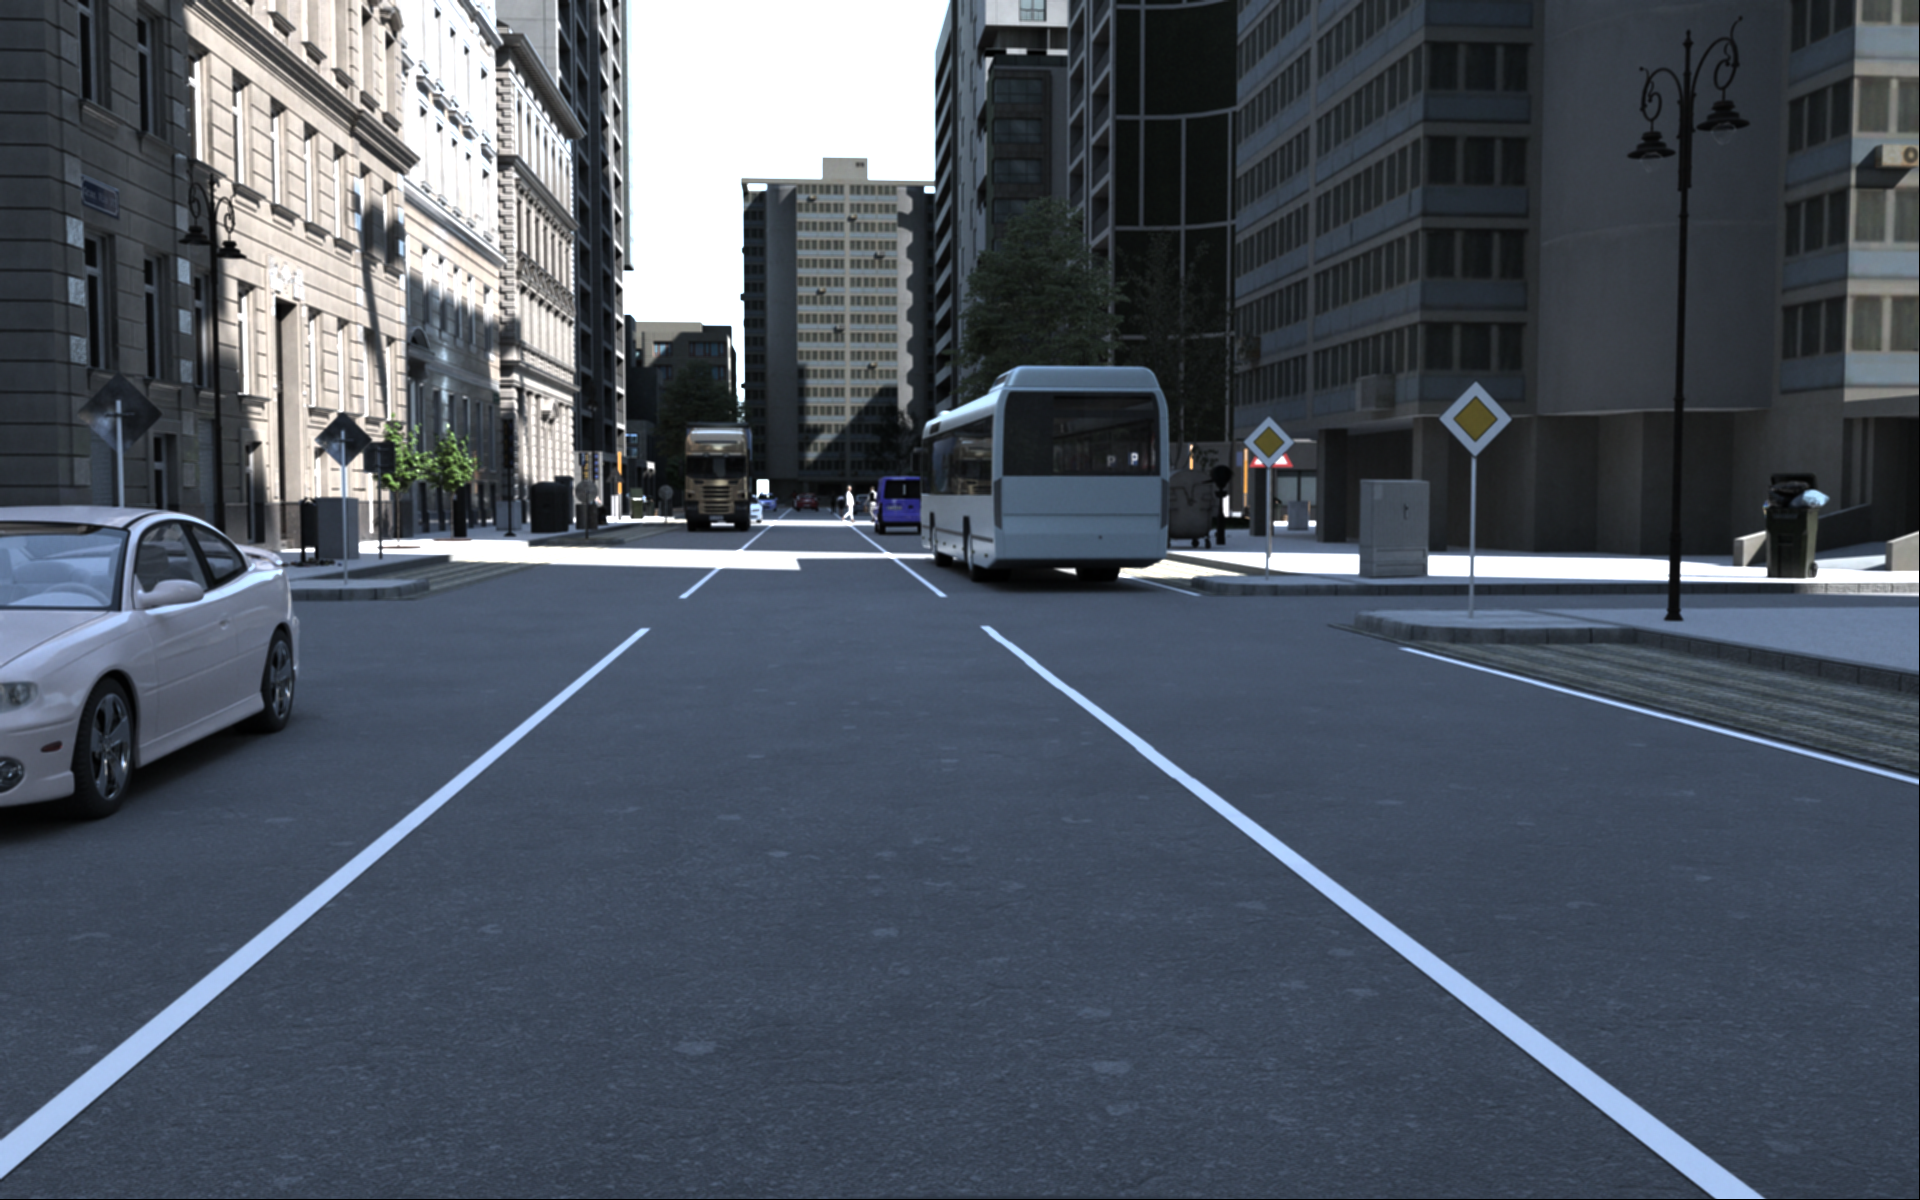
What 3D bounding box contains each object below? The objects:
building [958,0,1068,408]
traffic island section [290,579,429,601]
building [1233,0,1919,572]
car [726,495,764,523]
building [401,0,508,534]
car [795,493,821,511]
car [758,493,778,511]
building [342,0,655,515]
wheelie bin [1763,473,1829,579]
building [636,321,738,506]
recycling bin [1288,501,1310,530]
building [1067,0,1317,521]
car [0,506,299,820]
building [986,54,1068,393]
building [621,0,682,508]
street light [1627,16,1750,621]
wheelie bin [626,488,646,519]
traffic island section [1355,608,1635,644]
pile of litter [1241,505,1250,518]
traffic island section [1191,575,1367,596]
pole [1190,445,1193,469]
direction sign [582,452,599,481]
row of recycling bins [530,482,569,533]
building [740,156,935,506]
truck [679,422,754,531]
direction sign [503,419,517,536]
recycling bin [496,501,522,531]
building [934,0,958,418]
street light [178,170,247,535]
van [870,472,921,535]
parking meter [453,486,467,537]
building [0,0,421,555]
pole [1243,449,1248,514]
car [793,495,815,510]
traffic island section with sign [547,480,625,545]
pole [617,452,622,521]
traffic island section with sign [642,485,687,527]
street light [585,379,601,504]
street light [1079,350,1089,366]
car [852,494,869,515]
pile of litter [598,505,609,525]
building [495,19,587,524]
[{"bbox_3d":[14.281,-33.613,138.807,28.713,52.752,27.495,0,4,-5],"label":"building"},{"bbox_3d":[-8.772,-0.145,24.644,2.009,0.180,2.903,0,4,-5],"label":"traffic island section"},{"bbox_3d":[20.896,-21.536,43.990,23.993,40.220,32.217,0,4,-5],"label":"building"},{"bbox_3d":[-10.766,-4.553,86.440,2.014,1.417,4.499,0,4,-6],"label":"car"},{"bbox_3d":[-24.130,-16.786,60.361,13.634,28.700,20.117,0,4,-5],"label":"building"},{"bbox_3d":[-12.679,-8.264,144.152,2.155,1.783,4.494,0,4,-3],"label":"car"},{"bbox_3d":[-16.118,-8.222,144.024,1.945,1.707,3.694,0,4,-5],"label":"car"},{"bbox_3d":[-33.658,-42.192,128.090,20.563,71.187,20.611,0,4,-5],"label":"building"},{"bbox_3d":[12.719,-1.133,26.434,0.980,1.594,0.693,3,5,41],"label":"wheelie bin"},{"bbox_3d":[-40.516,-21.573,197.762,28.899,21.520,27.650,0,4,-5],"label":"building"},{"bbox_3d":[12.041,-2.999,61.587,0.722,1.027,0.722,1,4,15],"label":"recycling bin"},{"bbox_3d":[15.101,-39.884,90.362,20.563,71.187,20.611,0,4,-5],"label":"building"},{"bbox_3d":[-4.853,0.204,9.028,2.083,1.381,4.827,0,4,-7],"label":"car"},{"bbox_3d":[8.554,-21.189,118.149,14.160,30.474,14.107,0,4,-5],"label":"building"},{"bbox_3d":[-42.132,-51.660,157.317,31.000,86.520,22.319,0,4,-5],"label":"building"},{"bbox_3d":[7.251,-2.730,17.420,0.468,5.910,1.993,0,4,-5],"label":"street light"},{"bbox_3d":[-16.521,-4.910,88.186,0.980,1.594,0.693,-1,4,-23],"label":"wheelie bin"},{"bbox_3d":[5.313,0.271,17.849,2.009,0.180,2.903,0,4,-5],"label":"traffic island section"},{"bbox_3d":[12.021,-3.620,73.147,1.176,0.858,1.719,-1,4,-14],"label":"pile of litter"},{"bbox_3d":[4.619,-0.215,25.804,2.009,0.180,2.903,0,4,-5],"label":"traffic island section"},{"bbox_3d":[9.563,-4.784,72.064,0.158,3.312,0.155,0,3,0],"label":"pole"},{"bbox_3d":[-20.115,-6.254,94.251,0.876,3.537,0.379,0,4,-8],"label":"direction sign"},{"bbox_3d":[-13.841,-3.151,58.624,1.069,1.692,3.534,0,4,-5],"label":"row of recycling bins"},{"bbox_3d":[-13.402,-31.213,202.219,23.993,40.220,32.217,0,4,-5],"label":"building"},{"bbox_3d":[-9.694,-4.960,70.016,2.839,4.237,11.283,0,4,-6],"label":"truck"},{"bbox_3d":[-13.667,-3.701,52.503,0.379,3.537,0.876,-2,4,-32],"label":"direction sign"},{"bbox_3d":[-15.951,-2.977,61.236,0.722,1.027,0.722,0,4,4],"label":"recycling bin"},{"bbox_3d":[8.990,-33.013,163.466,21.300,48.544,21.600,0,4,-5],"label":"building"},{"bbox_3d":[-10.790,-3.202,25.147,0.468,5.910,1.993,0,4,-5],"label":"street light"},{"bbox_3d":[-2.103,-3.576,62.856,2.240,2.365,5.245,0,4,-5],"label":"van"},{"bbox_3d":[-14.850,-2.630,51.414,0.372,1.533,0.369,0,3,0],"label":"parking meter"},{"bbox_3d":[-20.791,-14.726,38.039,12.463,27.353,25.104,0,4,-5],"label":"building"},{"bbox_3d":[12.843,-5.144,77.948,0.158,3.312,0.155,0,3,0],"label":"pole"},{"bbox_3d":[-14.313,-8.993,159.392,2.083,1.381,4.827,0,4,-5],"label":"car"},{"bbox_3d":[-10.590,-2.480,49.183,1.989,1.847,2.006,0,4,-5],"label":"traffic island section with sign"},{"bbox_3d":[-16.473,-5.501,83.787,0.158,3.312,0.155,0,3,0],"label":"pole"},{"bbox_3d":[-13.005,-4.171,76.823,1.989,1.847,2.006,0,4,-5],"label":"traffic island section with sign"},{"bbox_3d":[-14.719,-5.917,69.531,0.468,5.910,1.993,0,4,-5],"label":"street light"},{"bbox_3d":[3.974,-5.077,55.802,0.468,5.910,1.993,0,4,-5],"label":"street light"},{"bbox_3d":[-6.636,-6.670,121.049,2.014,1.417,4.499,0,4,-6],"label":"car"},{"bbox_3d":[-15.075,-3.525,71.606,1.176,0.858,1.719,0,4,0],"label":"pile of litter"},{"bbox_3d":[-24.187,-15.407,80.776,11.050,23.489,19.941,0,4,-5],"label":"building"}]
